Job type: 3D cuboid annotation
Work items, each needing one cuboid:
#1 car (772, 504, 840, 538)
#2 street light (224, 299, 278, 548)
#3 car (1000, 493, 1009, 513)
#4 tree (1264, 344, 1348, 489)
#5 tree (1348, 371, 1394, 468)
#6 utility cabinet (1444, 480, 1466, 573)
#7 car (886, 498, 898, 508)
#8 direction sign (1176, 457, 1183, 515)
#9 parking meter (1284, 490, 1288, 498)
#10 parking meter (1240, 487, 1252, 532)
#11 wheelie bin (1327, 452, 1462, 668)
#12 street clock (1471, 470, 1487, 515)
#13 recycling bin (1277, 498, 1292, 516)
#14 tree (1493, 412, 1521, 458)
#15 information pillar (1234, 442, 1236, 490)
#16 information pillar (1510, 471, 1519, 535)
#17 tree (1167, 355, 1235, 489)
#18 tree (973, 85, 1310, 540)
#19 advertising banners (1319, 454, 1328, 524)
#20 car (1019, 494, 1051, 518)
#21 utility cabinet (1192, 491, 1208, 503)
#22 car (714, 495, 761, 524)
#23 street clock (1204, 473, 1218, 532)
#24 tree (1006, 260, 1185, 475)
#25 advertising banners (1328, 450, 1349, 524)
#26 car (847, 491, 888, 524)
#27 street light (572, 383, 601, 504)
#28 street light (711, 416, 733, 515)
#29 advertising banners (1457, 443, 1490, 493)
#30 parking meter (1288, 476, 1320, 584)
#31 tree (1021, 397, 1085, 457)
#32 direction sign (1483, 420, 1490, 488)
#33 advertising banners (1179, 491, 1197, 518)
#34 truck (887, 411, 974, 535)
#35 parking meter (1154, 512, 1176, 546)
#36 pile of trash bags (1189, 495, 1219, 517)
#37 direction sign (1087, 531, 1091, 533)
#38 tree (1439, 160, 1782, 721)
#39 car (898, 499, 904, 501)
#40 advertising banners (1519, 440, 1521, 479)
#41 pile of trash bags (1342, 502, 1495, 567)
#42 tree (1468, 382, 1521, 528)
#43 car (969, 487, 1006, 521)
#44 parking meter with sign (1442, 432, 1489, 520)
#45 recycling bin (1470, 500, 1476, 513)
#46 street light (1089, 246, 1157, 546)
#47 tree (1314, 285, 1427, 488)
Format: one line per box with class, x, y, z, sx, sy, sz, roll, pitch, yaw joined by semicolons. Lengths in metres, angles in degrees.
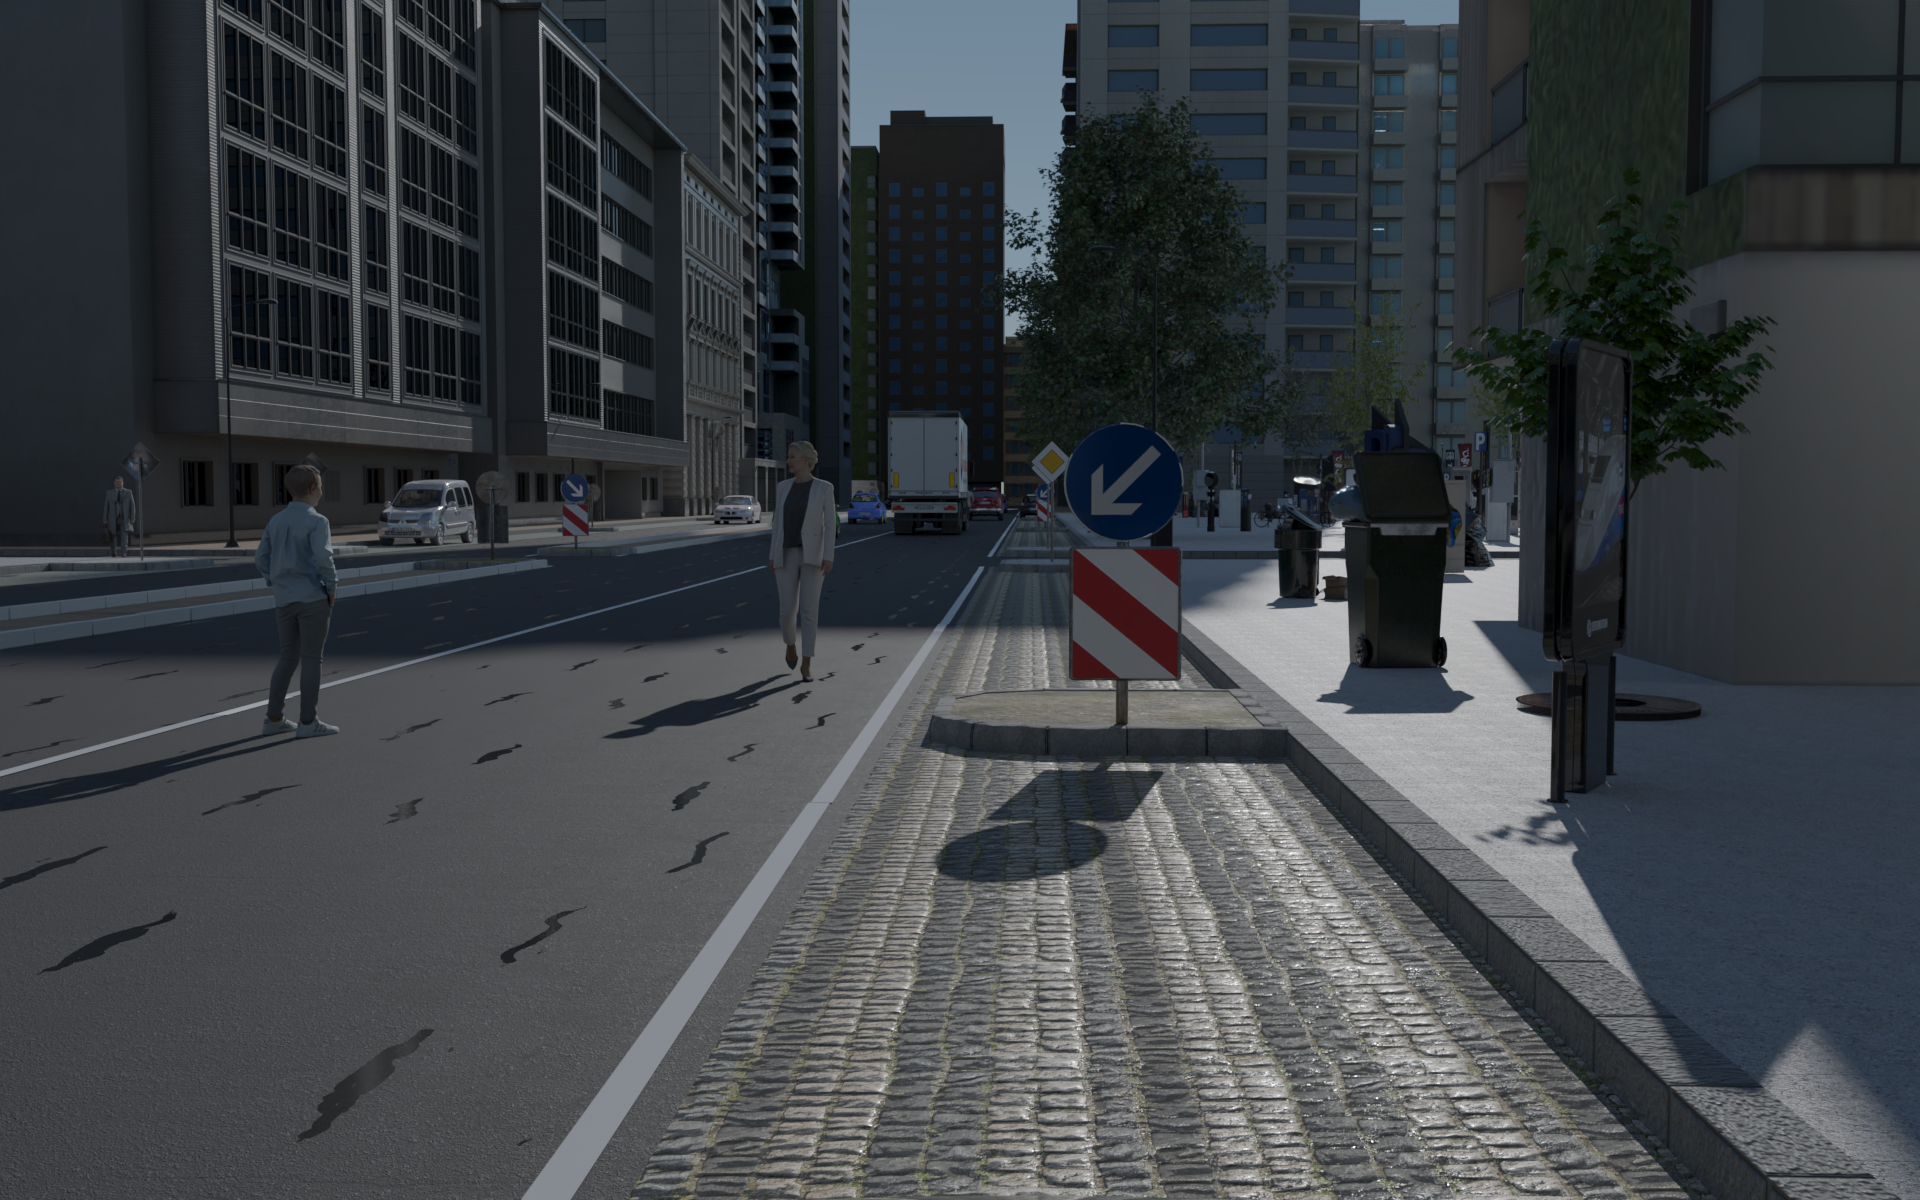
car;-4.869;-2.831;55.075;1.959;1.807;4.718;0;4;2
street light;-16.939;-4.211;41.389;1.470;5.913;1.316;0;4;2
car;2.801;-7.581;133.535;1.945;1.707;3.694;0;4;4
tree;16.466;-8.184;84.173;4.360;8.622;3.978;0;3;0
tree;23.076;-9.241;101.451;4.360;8.622;3.978;0;3;0
utility cabinet;7.461;-1.158;27.608;1.173;1.500;0.318;-1;4;-19
car;-6.915;-10.772;185.902;2.009;1.686;4.222;0;4;4
direction sign;13.025;-6.902;104.843;0.876;3.537;0.379;1;4;13
parking meter;20.399;-6.103;108.202;0.372;1.533;0.369;0;3;0
parking meter;9.810;-3.120;59.422;0.372;1.533;0.369;0;3;0
wheelie bin;3.221;-0.309;12.961;0.980;1.594;0.693;0;4;-4
street clock;15.326;-2.857;51.276;0.471;2.002;0.358;1;4;15
recycling bin;19.261;-5.514;102.706;0.722;1.027;0.722;2;4;28
tree;32.980;-9.205;100.858;4.360;8.622;3.978;0;3;0
information pillar;11.779;-5.072;74.282;0.183;3.616;0.504;1;4;10
information pillar;17.384;-3.053;54.412;0.304;2.012;0.304;1;4;9
tree;11.602;-8.285;85.819;4.737;8.622;4.395;0;3;0
tree;5.091;-8.083;49.172;9.611;12.733;9.660;0;3;0
advertising banners;15.670;-4.790;74.501;0.090;3.025;2.074;0;3;0
car;4.453;-5.687;102.765;2.009;1.686;4.222;0;4;4
utility cabinet;15.352;-6.241;110.719;1.173;1.500;0.318;-3;4;-38
car;-10.750;-4.376;83.909;2.083;1.381;4.827;0;4;1
street clock;8.546;-3.325;58.941;0.358;2.002;0.471;-2;4;-35
tree;5.973;-9.489;73.273;7.486;12.596;7.792;0;3;0
advertising banners;15.909;-4.474;69.332;2.074;3.025;0.090;1;4;17
car;-4.475;-4.537;83.779;1.945;1.707;3.694;0;4;1
street light;-15.709;-6.122;72.643;1.470;5.913;1.316;0;4;2
street light;-14.279;-8.023;103.719;1.470;5.913;1.316;0;4;2
advertising banners;17.945;-3.846;59.071;2.074;3.025;0.090;3;4;38
parking meter;4.965;-1.003;24.814;0.372;1.533;0.369;0;3;0
tree;7.388;-10.819;111.295;7.601;10.594;8.767;0;4;0
direction sign;16.142;-3.742;53.171;0.379;3.537;0.876;0;4;6
advertising banners;12.169;-5.938;93.271;2.074;3.025;0.090;-3;5;-42
truck;-1.022;-4.599;64.105;2.839;4.237;11.283;0;4;2
parking meter;2.917;-1.171;24.853;0.255;1.863;0.399;0;4;4
pile of trash bags;13.609;-5.343;97.103;1.912;1.369;3.447;-1;4;-10
direction sign;4.429;-4.017;57.673;0.379;3.537;0.876;-1;4;-20
tree;3.935;-0.947;10.086;1.663;3.219;1.824;0;3;0
car;-3.262;-6.755;119.477;2.155;1.783;4.494;0;4;1
advertising banners;10.690;-2.139;31.153;2.074;3.025;0.090;-2;4;-30
pile of trash bags;8.162;-1.340;31.669;1.912;1.369;3.447;-1;4;-21
tree;21.382;-7.075;66.040;4.737;8.622;4.395;0;3;0
car;1.380;-5.287;95.122;2.281;1.827;5.304;0;4;1
parking meter with sign;13.798;-3.177;48.206;1.738;3.016;0.543;-1;4;-19
recycling bin;21.776;-3.739;73.684;0.722;1.027;0.722;0;4;7
street light;3.109;-3.670;32.539;1.470;5.913;1.316;0;4;2
tree;14.687;-6.828;61.995;4.737;8.622;4.395;0;3;0
